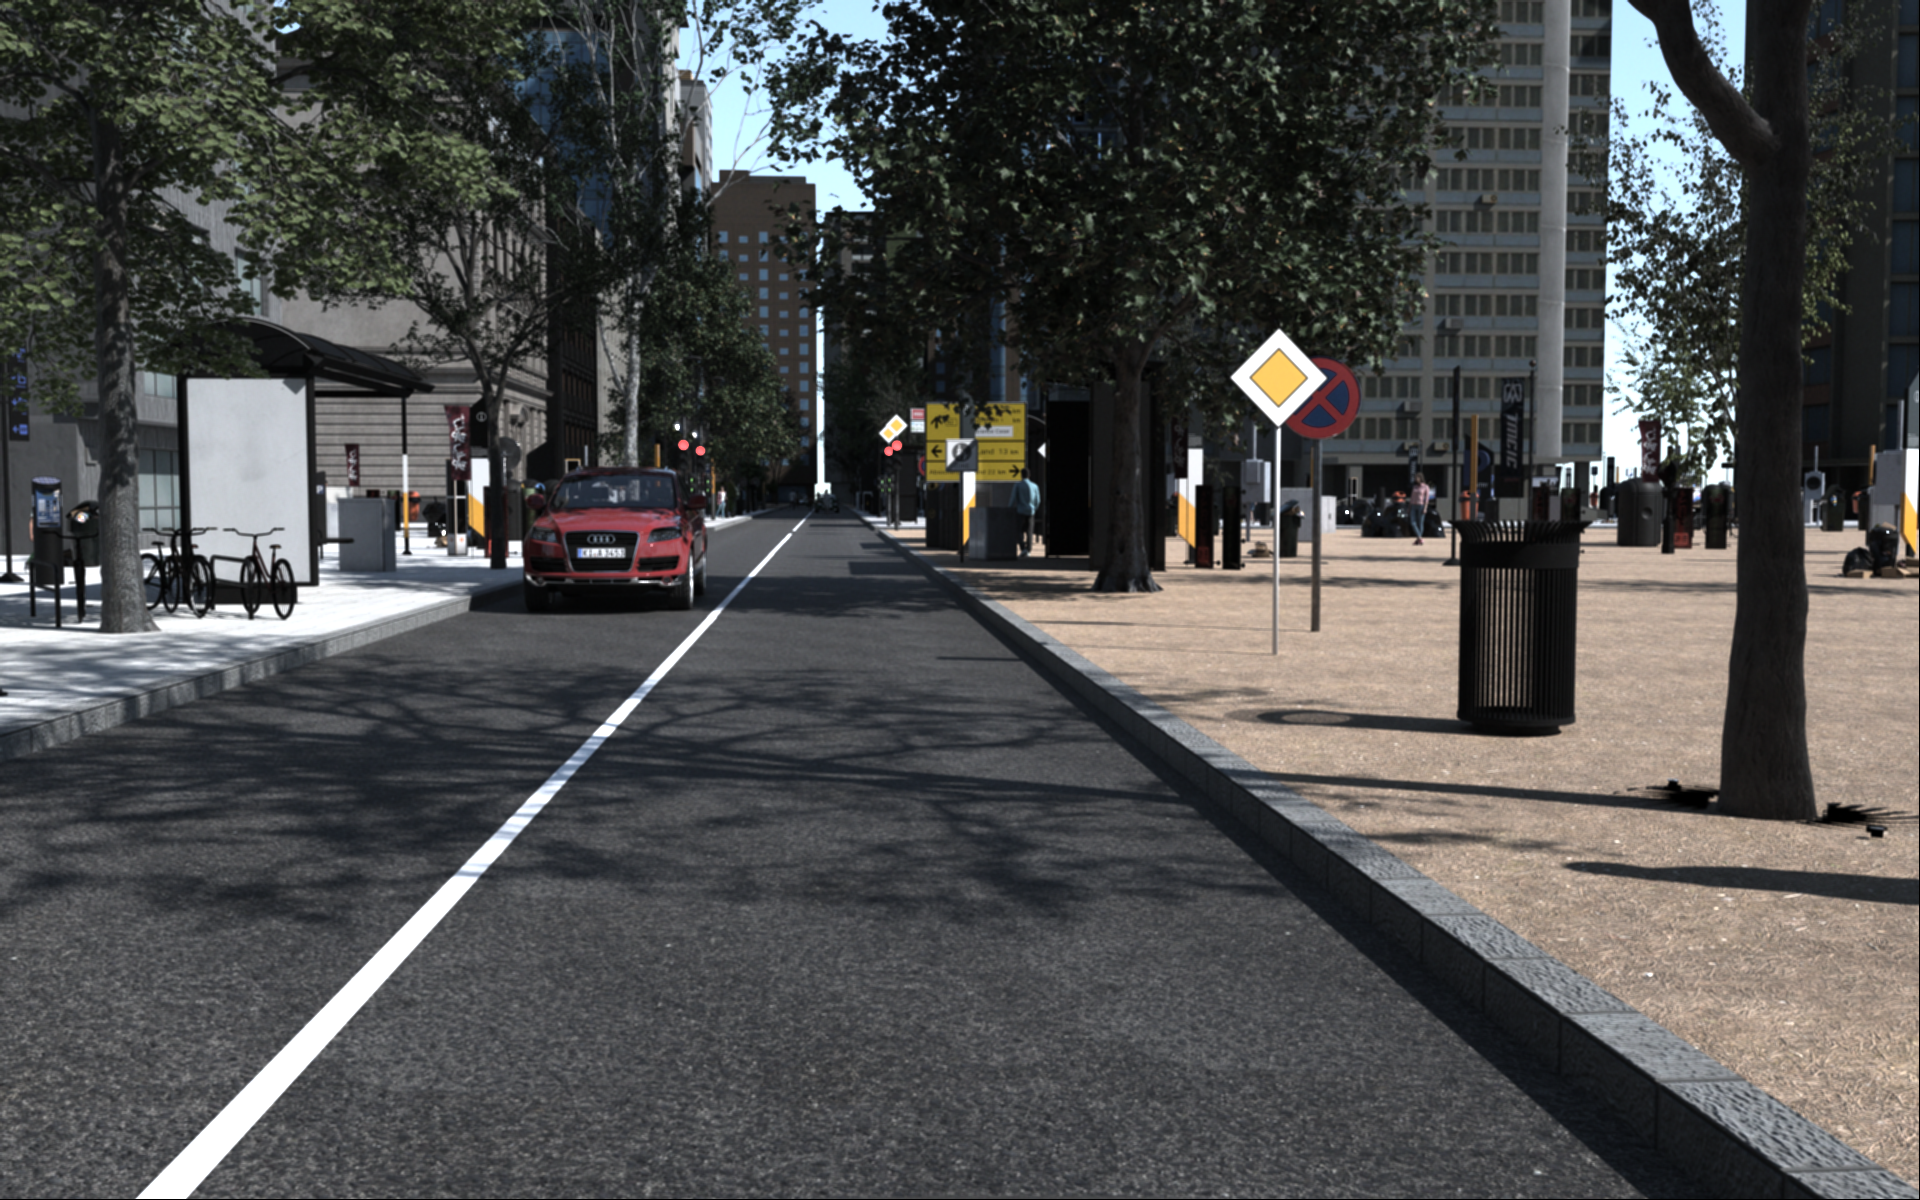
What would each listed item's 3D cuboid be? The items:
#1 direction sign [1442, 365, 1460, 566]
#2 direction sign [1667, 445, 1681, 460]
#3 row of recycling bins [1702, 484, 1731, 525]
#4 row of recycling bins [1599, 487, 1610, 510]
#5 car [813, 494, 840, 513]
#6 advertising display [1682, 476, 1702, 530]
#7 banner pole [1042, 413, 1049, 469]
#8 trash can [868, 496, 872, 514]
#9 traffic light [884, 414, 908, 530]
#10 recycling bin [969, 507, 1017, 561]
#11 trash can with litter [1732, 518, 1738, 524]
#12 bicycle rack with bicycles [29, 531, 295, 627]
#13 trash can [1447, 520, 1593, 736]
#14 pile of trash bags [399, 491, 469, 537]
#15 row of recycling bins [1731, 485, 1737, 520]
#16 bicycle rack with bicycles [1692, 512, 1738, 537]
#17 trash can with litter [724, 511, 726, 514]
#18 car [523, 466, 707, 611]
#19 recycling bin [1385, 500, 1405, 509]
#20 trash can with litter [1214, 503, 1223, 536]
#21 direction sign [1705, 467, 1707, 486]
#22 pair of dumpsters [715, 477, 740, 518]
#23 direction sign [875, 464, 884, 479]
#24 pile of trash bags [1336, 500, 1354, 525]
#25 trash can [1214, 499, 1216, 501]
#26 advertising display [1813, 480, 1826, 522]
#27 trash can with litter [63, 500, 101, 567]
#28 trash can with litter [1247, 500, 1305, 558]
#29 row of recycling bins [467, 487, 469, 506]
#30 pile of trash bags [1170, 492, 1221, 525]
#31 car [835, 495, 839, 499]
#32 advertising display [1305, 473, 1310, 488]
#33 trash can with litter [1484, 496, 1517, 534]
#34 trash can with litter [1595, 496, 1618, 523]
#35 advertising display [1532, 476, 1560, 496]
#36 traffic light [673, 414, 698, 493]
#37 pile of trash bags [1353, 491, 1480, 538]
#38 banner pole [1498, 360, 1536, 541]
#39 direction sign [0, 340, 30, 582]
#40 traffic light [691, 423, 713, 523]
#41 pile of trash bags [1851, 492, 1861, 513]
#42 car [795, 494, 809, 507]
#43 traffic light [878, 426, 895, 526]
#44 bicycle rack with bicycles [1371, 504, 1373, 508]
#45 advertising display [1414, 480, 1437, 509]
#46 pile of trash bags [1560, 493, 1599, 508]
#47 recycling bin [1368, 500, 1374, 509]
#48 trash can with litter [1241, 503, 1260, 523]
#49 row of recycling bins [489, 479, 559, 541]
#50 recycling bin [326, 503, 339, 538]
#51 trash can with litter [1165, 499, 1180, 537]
[{"bbox_3d":[8.855,-2.385,30.987,0.379,3.537,0.876,1,4,11],"label":"direction sign"},{"bbox_3d":[33.299,-5.436,80.869,0.379,3.537,0.876,-1,4,-17],"label":"direction sign"},{"bbox_3d":[30.304,-4.019,72.821,1.069,1.692,3.534,-3,4,-38],"label":"row of recycling bins"},{"bbox_3d":[37.178,-5.418,95.691,3.534,1.692,1.069,2,4,23],"label":"row of recycling bins"},{"bbox_3d":[-10.221,-7.410,132.949,2.131,1.459,4.920,0,4,-6],"label":"car"},{"bbox_3d":[25.740,-3.412,60.996,0.974,1.923,0.123,-2,4,-28],"label":"advertising display"},{"bbox_3d":[2.792,-3.912,53.971,0.863,3.779,0.401,-3,4,-36],"label":"banner pole"},{"bbox_3d":[-5.714,-6.263,114.060,0.748,1.137,0.748,0,3,0],"label":"trash can"},{"bbox_3d":[-2.248,-4.405,60.941,0.839,4.253,0.868,0,4,-4],"label":"traffic light"},{"bbox_3d":[0.641,-1.292,33.685,0.722,1.027,0.722,-2,4,-28],"label":"recycling bin"},{"bbox_3d":[33.216,-3.780,73.192,1.055,1.170,0.624,0,3,0],"label":"trash can with litter"},{"bbox_3d":[-8.451,-0.288,18.084,2.852,0.926,2.925,-2,4,-34],"label":"bicycle rack with bicycles"},{"bbox_3d":[3.014,0.140,9.366,0.748,1.137,0.748,0,3,0],"label":"trash can"},{"bbox_3d":[-15.382,-2.572,51.804,3.447,1.369,1.912,2,4,26],"label":"pile of trash bags"},{"bbox_3d":[34.608,-4.222,76.141,3.534,1.692,1.069,-1,4,-19],"label":"row of recycling bins"},{"bbox_3d":[23.121,-2.297,50.943,2.925,0.926,2.852,-2,4,-29],"label":"bicycle rack with bicycles"},{"bbox_3d":[-15.457,-6.175,112.350,1.055,1.170,0.624,3,5,39],"label":"trash can with litter"},{"bbox_3d":[-4.466,-0.872,22.935,2.281,1.827,5.304,0,4,-5],"label":"car"},{"bbox_3d":[14.434,-2.719,57.007,0.722,1.027,0.722,2,4,34],"label":"recycling bin"},{"bbox_3d":[8.013,-2.574,53.469,1.055,1.170,0.624,0,4,7],"label":"trash can with litter"},{"bbox_3d":[39.655,-6.122,92.099,0.379,3.537,0.876,1,4,22],"label":"direction sign"},{"bbox_3d":[-13.080,-5.723,96.066,1.574,2.255,4.437,0,4,-4],"label":"pair of dumpsters"},{"bbox_3d":[-6.016,-8.480,130.637,0.876,3.537,0.379,1,4,13],"label":"direction sign"},{"bbox_3d":[17.065,-3.777,71.499,3.447,1.369,1.912,-2,4,-31],"label":"pile of trash bags"},{"bbox_3d":[6.937,-2.311,49.431,0.748,1.137,0.748,0,3,0],"label":"trash can"},{"bbox_3d":[38.820,-4.491,78.641,0.974,1.923,0.123,-1,4,-12],"label":"advertising display"},{"bbox_3d":[-15.618,-1.170,30.515,1.055,1.170,0.624,1,4,22],"label":"trash can with litter"},{"bbox_3d":[6.372,-1.441,34.940,1.055,1.170,0.624,-1,4,-12],"label":"trash can with litter"},{"bbox_3d":[-15.402,-3.114,58.022,1.069,1.692,3.534,1,4,11],"label":"row of recycling bins"},{"bbox_3d":[9.500,-3.817,72.165,1.912,1.369,3.447,-1,4,-13],"label":"pile of trash bags"},{"bbox_3d":[-13.864,-10.515,184.287,2.083,1.381,4.827,0,4,-4],"label":"car"},{"bbox_3d":[10.729,-2.953,53.498,0.123,1.923,0.974,1,4,9],"label":"advertising display"},{"bbox_3d":[17.425,-2.742,55.881,1.678,1.210,2.233,-3,4,-37],"label":"trash can with litter"},{"bbox_3d":[29.166,-4.036,77.049,1.678,1.210,2.233,3,4,37],"label":"trash can with litter"},{"bbox_3d":[20.397,-3.377,60.430,0.974,1.923,0.123,1,4,20],"label":"advertising display"},{"bbox_3d":[-9.586,-4.370,60.369,0.839,4.253,0.868,0,4,-4],"label":"traffic light"},{"bbox_3d":[13.768,-2.547,51.395,3.447,1.369,1.912,-1,4,-10],"label":"pile of trash bags"},{"bbox_3d":[10.529,-2.604,32.600,0.401,3.779,0.863,-3,5,-44],"label":"banner pole"},{"bbox_3d":[-13.901,-2.033,25.229,0.379,3.537,0.876,1,4,16],"label":"direction sign"},{"bbox_3d":[-10.191,-4.857,68.332,0.839,4.253,0.868,0,4,-4],"label":"traffic light"},{"bbox_3d":[56.064,-5.957,107.157,1.912,1.369,3.447,2,4,24],"label":"pile of trash bags"},{"bbox_3d":[-17.977,-11.243,195.612,2.131,1.459,4.920,0,4,-5],"label":"car"},{"bbox_3d":[-2.852,-4.892,68.903,0.839,4.253,0.868,0,4,-4],"label":"traffic light"},{"bbox_3d":[18.565,-3.740,74.537,2.852,0.926,2.925,2,4,34],"label":"bicycle rack with bicycles"},{"bbox_3d":[20.770,-4.411,77.337,0.974,1.923,0.123,1,4,15],"label":"advertising display"},{"bbox_3d":[42.253,-6.709,119.444,3.447,1.369,1.912,2,4,28],"label":"pile of trash bags"},{"bbox_3d":[19.282,-4.117,79.864,0.722,1.027,0.722,-2,4,-25],"label":"recycling bin"},{"bbox_3d":[13.147,-4.137,78.689,1.678,1.210,2.233,3,5,43],"label":"trash can with litter"},{"bbox_3d":[-11.772,-2.552,48.836,1.069,1.692,3.534,2,4,29],"label":"row of recycling bins"},{"bbox_3d":[-17.626,-2.199,48.510,0.722,1.027,0.722,0,4,-8],"label":"recycling bin"},{"bbox_3d":[6.451,-2.479,51.912,1.055,1.170,0.624,-1,4,-12],"label":"trash can with litter"}]
